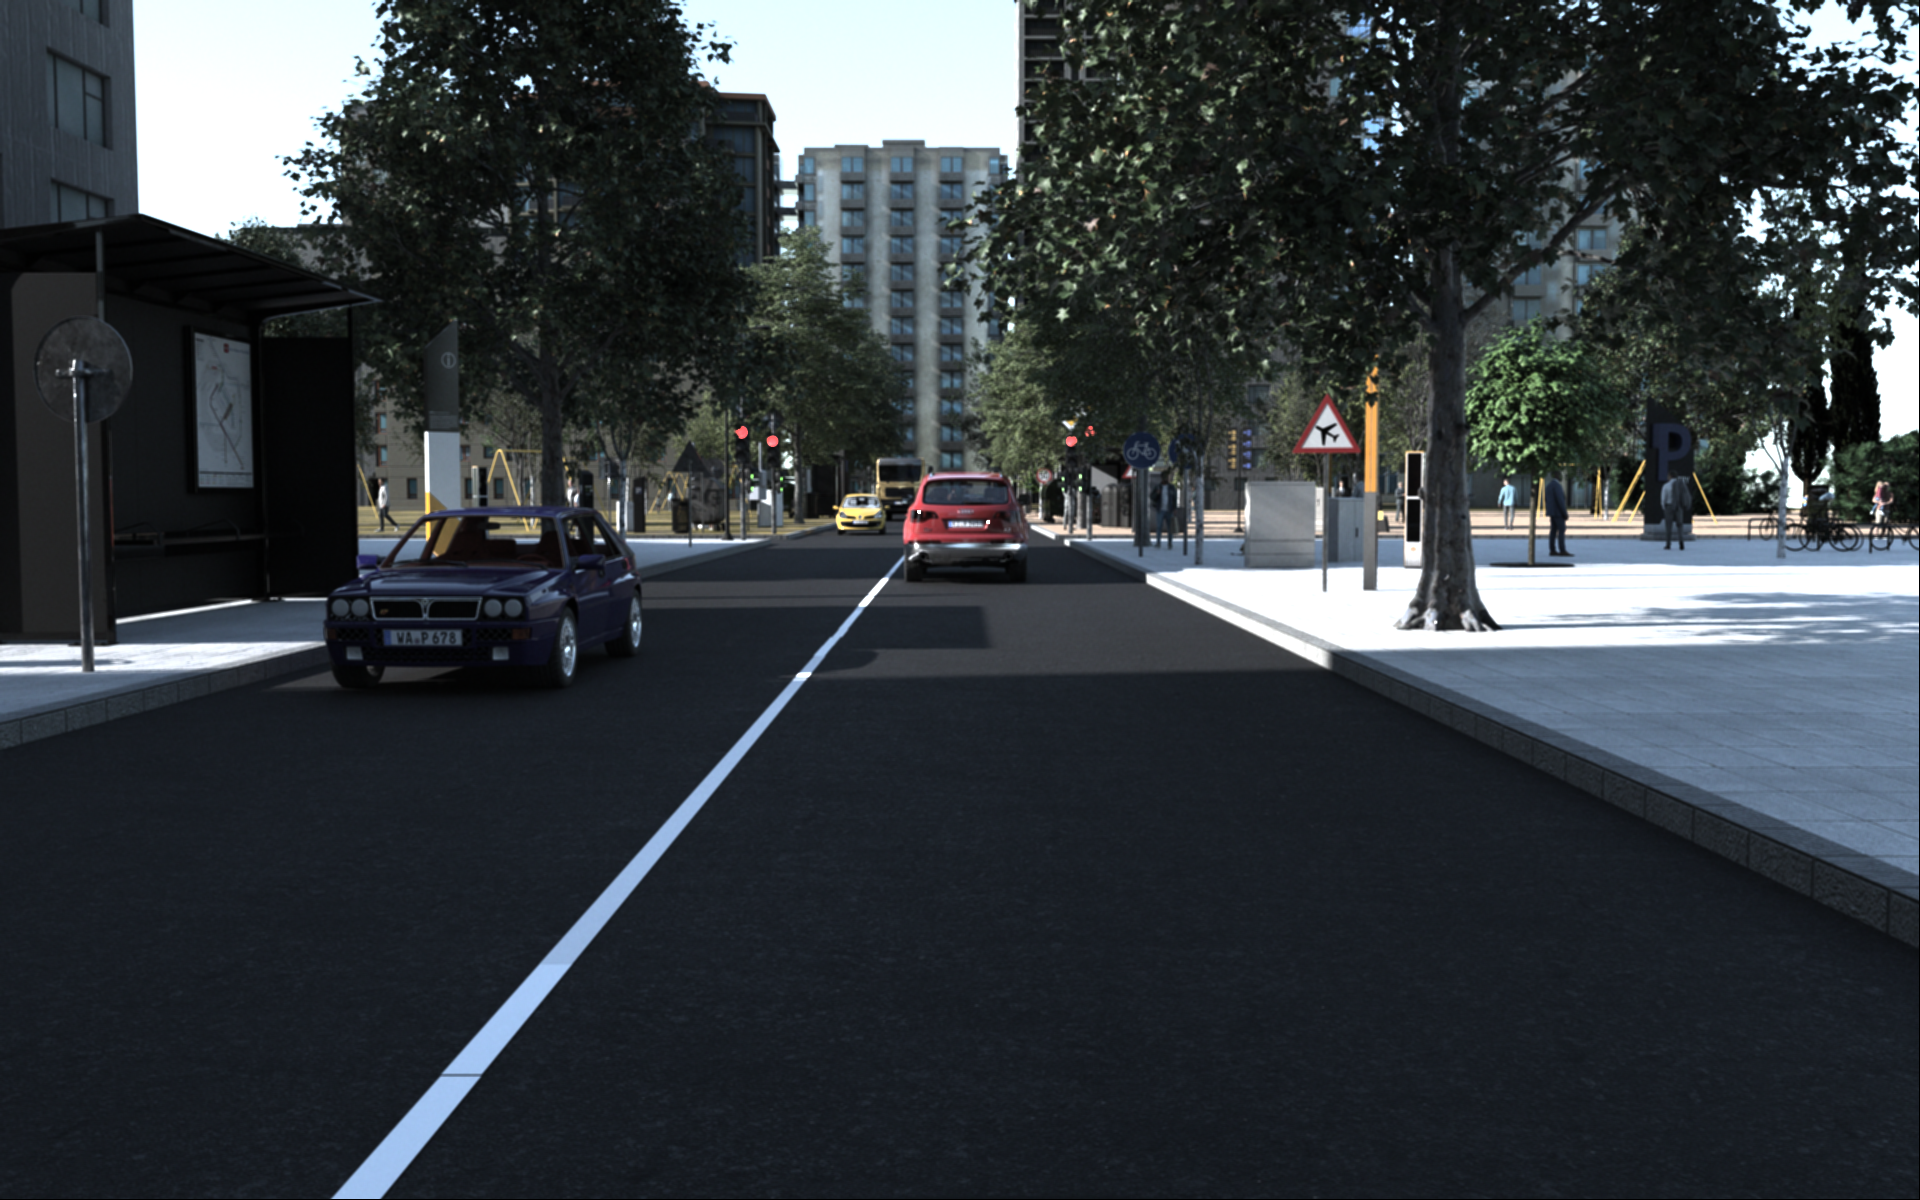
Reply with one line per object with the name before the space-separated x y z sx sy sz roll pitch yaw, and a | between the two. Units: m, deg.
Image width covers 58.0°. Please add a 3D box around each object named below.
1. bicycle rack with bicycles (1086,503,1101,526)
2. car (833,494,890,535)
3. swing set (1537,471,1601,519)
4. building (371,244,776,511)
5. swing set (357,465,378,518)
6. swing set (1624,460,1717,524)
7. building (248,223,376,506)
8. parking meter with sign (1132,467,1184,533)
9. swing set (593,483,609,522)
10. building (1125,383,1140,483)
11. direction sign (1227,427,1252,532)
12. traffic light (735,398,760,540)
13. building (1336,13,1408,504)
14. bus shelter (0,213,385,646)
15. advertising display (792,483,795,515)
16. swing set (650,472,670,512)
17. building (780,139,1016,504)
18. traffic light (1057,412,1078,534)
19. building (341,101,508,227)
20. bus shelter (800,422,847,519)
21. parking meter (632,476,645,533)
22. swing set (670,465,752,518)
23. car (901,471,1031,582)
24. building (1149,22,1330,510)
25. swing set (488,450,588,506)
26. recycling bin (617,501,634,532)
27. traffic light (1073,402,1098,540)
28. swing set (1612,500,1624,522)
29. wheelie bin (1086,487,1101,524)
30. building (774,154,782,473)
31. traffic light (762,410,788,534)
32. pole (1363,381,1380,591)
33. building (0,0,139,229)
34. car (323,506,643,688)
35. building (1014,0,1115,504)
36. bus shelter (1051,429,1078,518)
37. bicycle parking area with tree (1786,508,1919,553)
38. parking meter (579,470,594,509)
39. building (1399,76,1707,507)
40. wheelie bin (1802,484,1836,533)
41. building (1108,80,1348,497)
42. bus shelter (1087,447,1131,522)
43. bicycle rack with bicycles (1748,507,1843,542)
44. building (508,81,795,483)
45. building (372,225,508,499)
bicycle rack with bicycles | 6.507 -3.461 69.974 2.852 0.926 2.925 -3 4 -39
car | -3.508 -3.166 61.993 2.015 1.641 3.980 0 4 -2
swing set | 31.743 -5.677 90.445 3.119 2.851 2.862 2 4 25
building | -30.918 -18.438 146.501 27.650 21.520 28.899 0 3 0
swing set | -33.033 -5.752 91.670 2.862 2.851 3.119 2 4 28
swing set | 31.084 -4.770 75.604 2.862 2.851 3.119 0 4 4
building | -68.444 -25.509 188.765 14.107 30.474 14.160 0 3 0
parking meter with sign | 6.527 -3.722 57.115 1.738 3.016 0.543 0 4 -4
swing set | -16.797 -4.614 73.062 2.862 2.851 3.119 1 4 18
building | 21.998 -23.671 158.728 14.160 30.474 14.107 0 3 0
direction sign | 9.417 -4.061 58.391 0.876 3.537 0.379 2 4 32
traffic light | -5.989 -3.609 47.927 0.839 4.253 0.868 0 3 0
building | 43.684 -56.388 234.619 31.000 86.520 22.319 0 3 0
bus shelter | -7.696 -1.612 17.639 1.731 3.624 6.357 0 3 0
advertising display | -10.032 -6.118 105.235 0.123 1.923 0.974 3 5 45
swing set | -20.404 -7.729 123.986 2.862 2.851 3.119 0 4 5
building | -7.655 -37.731 236.513 30.456 49.044 23.786 0 3 0
traffic light | 3.566 -4.099 55.935 0.839 4.253 0.868 0 3 0
building | -67.603 -39.782 239.675 27.495 52.752 28.713 0 3 0
bus shelter | -7.508 -7.106 93.822 2.179 5.291 8.768 0 4 0
parking meter | -10.637 -3.158 57.345 0.399 1.863 0.255 0 4 -3
swing set | -13.172 -5.782 92.154 3.119 2.851 2.862 -3 5 -43
car | 0.104 -1.294 29.838 2.281 1.827 5.304 0 4 0
building | 22.423 -28.180 144.330 14.154 41.232 14.086 0 3 0
swing set | -15.428 -3.932 61.904 2.862 2.851 3.119 2 4 34
recycling bin | -11.220 -2.843 59.035 0.722 1.027 0.722 -3 4 -38
traffic light | 3.572 -3.610 47.950 0.839 4.253 0.868 0 3 0
swing set | 31.703 -5.033 79.905 2.862 2.851 3.119 1 4 23
wheelie bin | 5.578 -4.002 73.345 0.693 1.594 0.980 3 5 44
building | -38.111 -37.722 236.357 30.456 49.044 23.786 0 3 0
traffic light | -5.995 -4.097 55.912 0.839 4.253 0.868 0 3 0
pole | 5.465 -1.782 22.981 0.158 3.312 0.155 0 3 0
building | -24.641 -21.342 32.531 14.086 41.232 14.154 0 3 0
car | -3.732 -0.089 14.038 1.945 1.354 3.894 0 4 1
building | 17.879 -48.702 234.525 20.611 71.187 20.563 0 3 0
bus shelter | 6.301 -7.342 97.669 2.179 5.291 8.768 0 3 0
bicycle parking area with tree | 22.874 -3.013 36.263 9.016 4.147 8.231 0 4 4
parking meter | -9.163 -2.248 42.473 0.255 1.863 0.399 -2 4 -33
building | 63.334 -34.502 183.710 30.456 49.044 23.786 0 3 0
wheelie bin | 28.180 -2.993 56.839 0.980 1.594 0.693 2 4 25
building | 26.942 -34.300 180.405 23.786 49.044 30.456 0 3 0
bus shelter | 6.648 -5.107 77.428 2.014 3.302 5.546 0 3 0
bicycle rack with bicycles | 23.319 -2.111 47.890 2.925 0.926 2.852 -3 5 -39
building | -32.537 -32.391 184.224 28.867 44.769 22.147 0 3 0
building | -54.337 -25.525 189.030 14.107 30.474 14.160 0 3 0
